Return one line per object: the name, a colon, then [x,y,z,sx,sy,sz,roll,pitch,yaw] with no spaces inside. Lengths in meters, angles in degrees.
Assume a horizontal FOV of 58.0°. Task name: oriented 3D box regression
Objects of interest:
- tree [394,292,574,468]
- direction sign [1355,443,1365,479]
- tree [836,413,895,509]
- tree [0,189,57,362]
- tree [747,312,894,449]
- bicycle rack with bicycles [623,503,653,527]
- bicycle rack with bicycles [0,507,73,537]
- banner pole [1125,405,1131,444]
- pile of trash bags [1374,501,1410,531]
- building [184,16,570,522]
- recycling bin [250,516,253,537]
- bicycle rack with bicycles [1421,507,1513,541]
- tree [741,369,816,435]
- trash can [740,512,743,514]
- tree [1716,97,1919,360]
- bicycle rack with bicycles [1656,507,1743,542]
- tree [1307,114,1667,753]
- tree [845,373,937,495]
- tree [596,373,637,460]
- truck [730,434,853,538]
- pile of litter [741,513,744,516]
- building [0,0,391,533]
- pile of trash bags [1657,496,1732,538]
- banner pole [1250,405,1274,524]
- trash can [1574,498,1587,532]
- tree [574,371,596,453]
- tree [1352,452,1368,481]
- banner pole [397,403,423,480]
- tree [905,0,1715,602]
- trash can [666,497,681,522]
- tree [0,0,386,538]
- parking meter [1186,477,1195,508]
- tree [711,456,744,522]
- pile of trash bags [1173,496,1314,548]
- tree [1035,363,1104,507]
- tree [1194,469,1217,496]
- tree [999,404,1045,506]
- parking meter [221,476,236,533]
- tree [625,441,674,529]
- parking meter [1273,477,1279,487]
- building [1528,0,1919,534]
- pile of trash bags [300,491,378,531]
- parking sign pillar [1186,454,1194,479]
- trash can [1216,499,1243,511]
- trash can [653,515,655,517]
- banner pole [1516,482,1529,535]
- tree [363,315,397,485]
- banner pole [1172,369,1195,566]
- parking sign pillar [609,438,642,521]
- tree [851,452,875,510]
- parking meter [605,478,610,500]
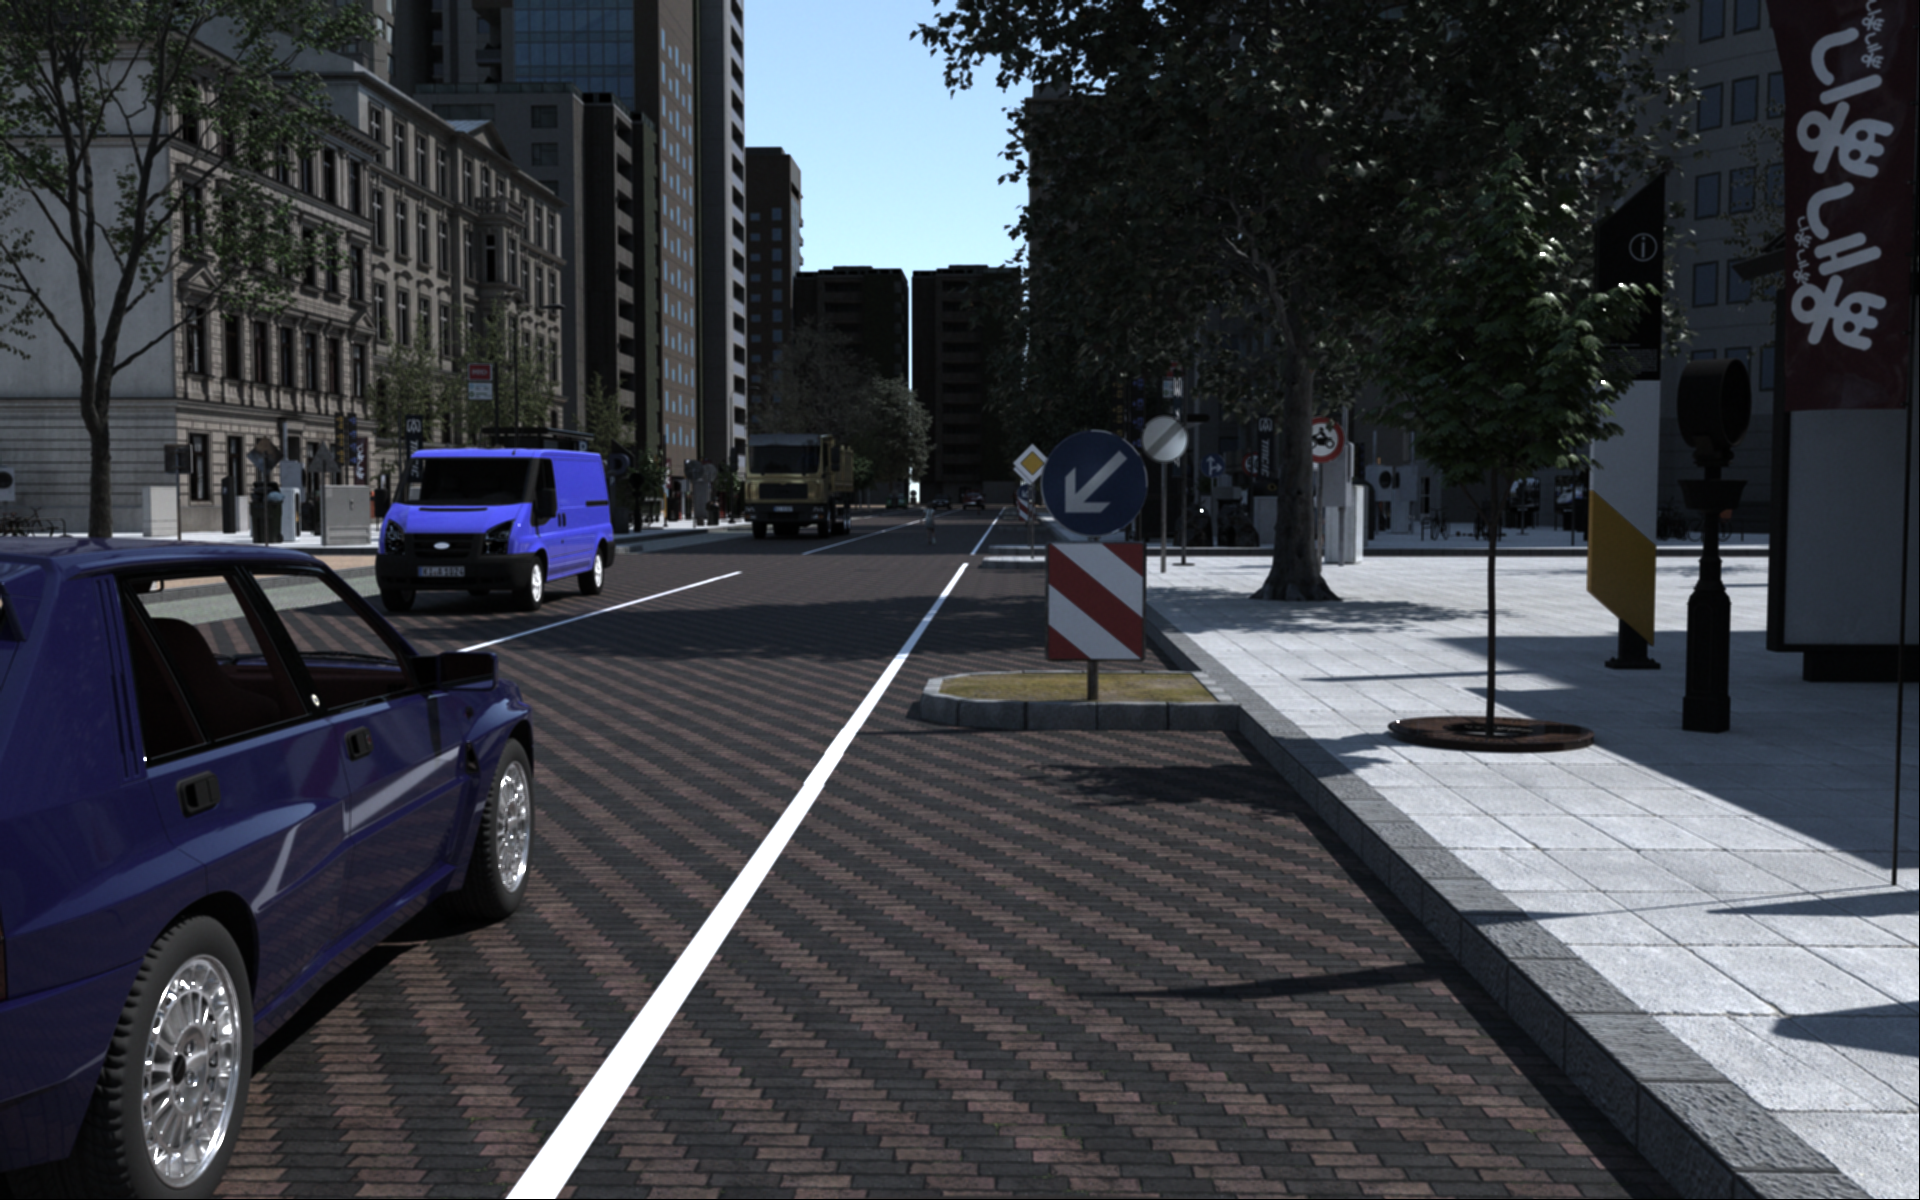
tree: [-17.457,-6.944,63.890,4.737,8.622,4.395,0,3,0]
direction sign: [17.676,-5.179,76.681,0.379,3.537,0.876,-1,4,-13]
tree: [-8.827,-12.356,152.384,4.737,8.622,4.395,0,3,0]
tree: [-18.807,-4.943,31.186,4.360,8.622,3.978,0,3,0]
tree: [-9.323,-12.631,116.885,12.009,13.543,11.850,0,3,0]
bicycle rack with bicycles: [-13.444,-3.299,67.323,2.925,0.926,2.852,-1,4,-8]
bicycle rack with bicycles: [-26.212,-2.090,47.556,2.852,0.926,2.925,2,4,27]
banner pole: [4.167,-3.223,42.709,0.863,3.779,0.401,-1,4,-9]
pile of trash bags: [14.930,-3.161,61.438,1.912,1.369,3.447,0,4,6]
building: [-30.810,-16.747,92.903,14.460,24.649,34.723,0,4,2]
recycling bin: [-20.787,-2.410,51.951,0.722,1.027,0.722,3,4,36]
bicycle rack with bicycles: [14.074,-2.130,48.212,2.852,0.926,2.925,2,4,24]
tree: [-10.439,-9.270,101.920,4.360,8.622,3.978,0,3,0]
trash can: [-13.134,-5.542,102.270,0.748,1.137,0.748,0,3,0]
tree: [15.144,-4.868,29.955,4.360,8.622,3.978,0,3,0]
bicycle rack with bicycles: [19.915,-2.088,47.517,2.925,0.926,2.852,-2,4,-31]
tree: [2.807,-0.873,8.870,1.663,3.219,1.824,0,3,0]
tree: [-7.332,-16.778,180.979,9.857,13.997,8.962,0,3,0]
tree: [-21.094,-9.365,103.485,4.737,8.622,4.395,0,3,0]
truck: [-5.341,-3.799,58.039,3.469,3.379,9.791,0,4,2]
pile of litter: [-12.209,-5.232,99.504,1.176,0.858,1.719,0,4,0]
building: [-30.268,-12.322,66.089,10.561,19.102,19.286,0,4,2]
pile of trash bags: [21.097,-2.543,51.330,3.447,1.369,1.912,2,4,31]
banner pole: [8.184,-3.503,47.287,0.863,3.779,0.401,-1,4,-11]
trash can: [21.085,-2.867,58.528,0.748,1.137,0.748,0,3,0]
tree: [-19.433,-7.696,76.198,4.737,8.622,4.395,0,3,0]
tree: [21.804,-7.120,100.123,4.285,4.588,4.351,0,3,0]
banner pole: [-15.277,-3.547,48.013,0.863,3.779,0.401,-2,4,-31]
tree: [4.156,-6.339,20.656,9.611,12.733,9.660,0,3,0]
trash can: [-13.452,-4.249,81.128,0.748,1.137,0.748,0,3,0]
tree: [-11.929,-5.999,23.837,9.928,11.665,9.643,0,3,0]
parking meter: [7.639,-3.203,58.086,0.399,1.863,0.255,3,5,40]
tree: [-10.643,-5.287,81.040,1.663,3.219,1.824,0,3,0]
pile of trash bags: [6.899,-1.987,42.243,3.447,1.369,1.912,1,4,10]
tree: [5.514,-8.494,89.238,4.737,8.622,4.395,0,3,0]
tree: [15.660,-7.001,109.074,1.663,3.219,1.824,0,3,0]
tree: [8.882,-17.065,185.675,9.857,13.997,8.962,0,3,0]
parking meter: [-23.876,-3.108,56.529,0.399,1.863,0.255,2,4,32]
tree: [-11.556,-4.221,63.608,1.663,3.219,1.824,0,3,0]
parking meter: [10.029,-3.051,55.603,0.255,1.863,0.399,-3,4,-36]
building: [37.268,-31.889,63.379,28.212,58.520,21.231,0,4,2]
pile of trash bags: [-21.400,-3.068,59.910,3.447,1.369,1.912,2,4,25]
parking sign pillar: [15.395,-7.843,116.708,1.447,3.967,1.447,0,4,-6]
trash can: [7.530,-2.249,48.427,0.748,1.137,0.748,0,3,0]
trash can: [-17.417,-5.229,97.143,0.748,1.137,0.748,0,3,0]
banner pole: [17.752,-3.943,54.478,0.401,3.779,0.863,1,4,12]
tree: [-21.905,-7.248,68.872,4.737,8.622,4.395,0,3,0]
banner pole: [3.920,-2.498,30.854,0.401,3.779,0.863,2,4,27]
parking sign pillar: [-16.231,-5.791,83.158,1.447,3.967,1.447,2,4,24]
tree: [-8.148,-9.321,136.114,4.285,4.588,4.351,0,3,0]
parking meter: [-11.350,-3.015,55.010,0.255,1.863,0.399,3,5,44]
